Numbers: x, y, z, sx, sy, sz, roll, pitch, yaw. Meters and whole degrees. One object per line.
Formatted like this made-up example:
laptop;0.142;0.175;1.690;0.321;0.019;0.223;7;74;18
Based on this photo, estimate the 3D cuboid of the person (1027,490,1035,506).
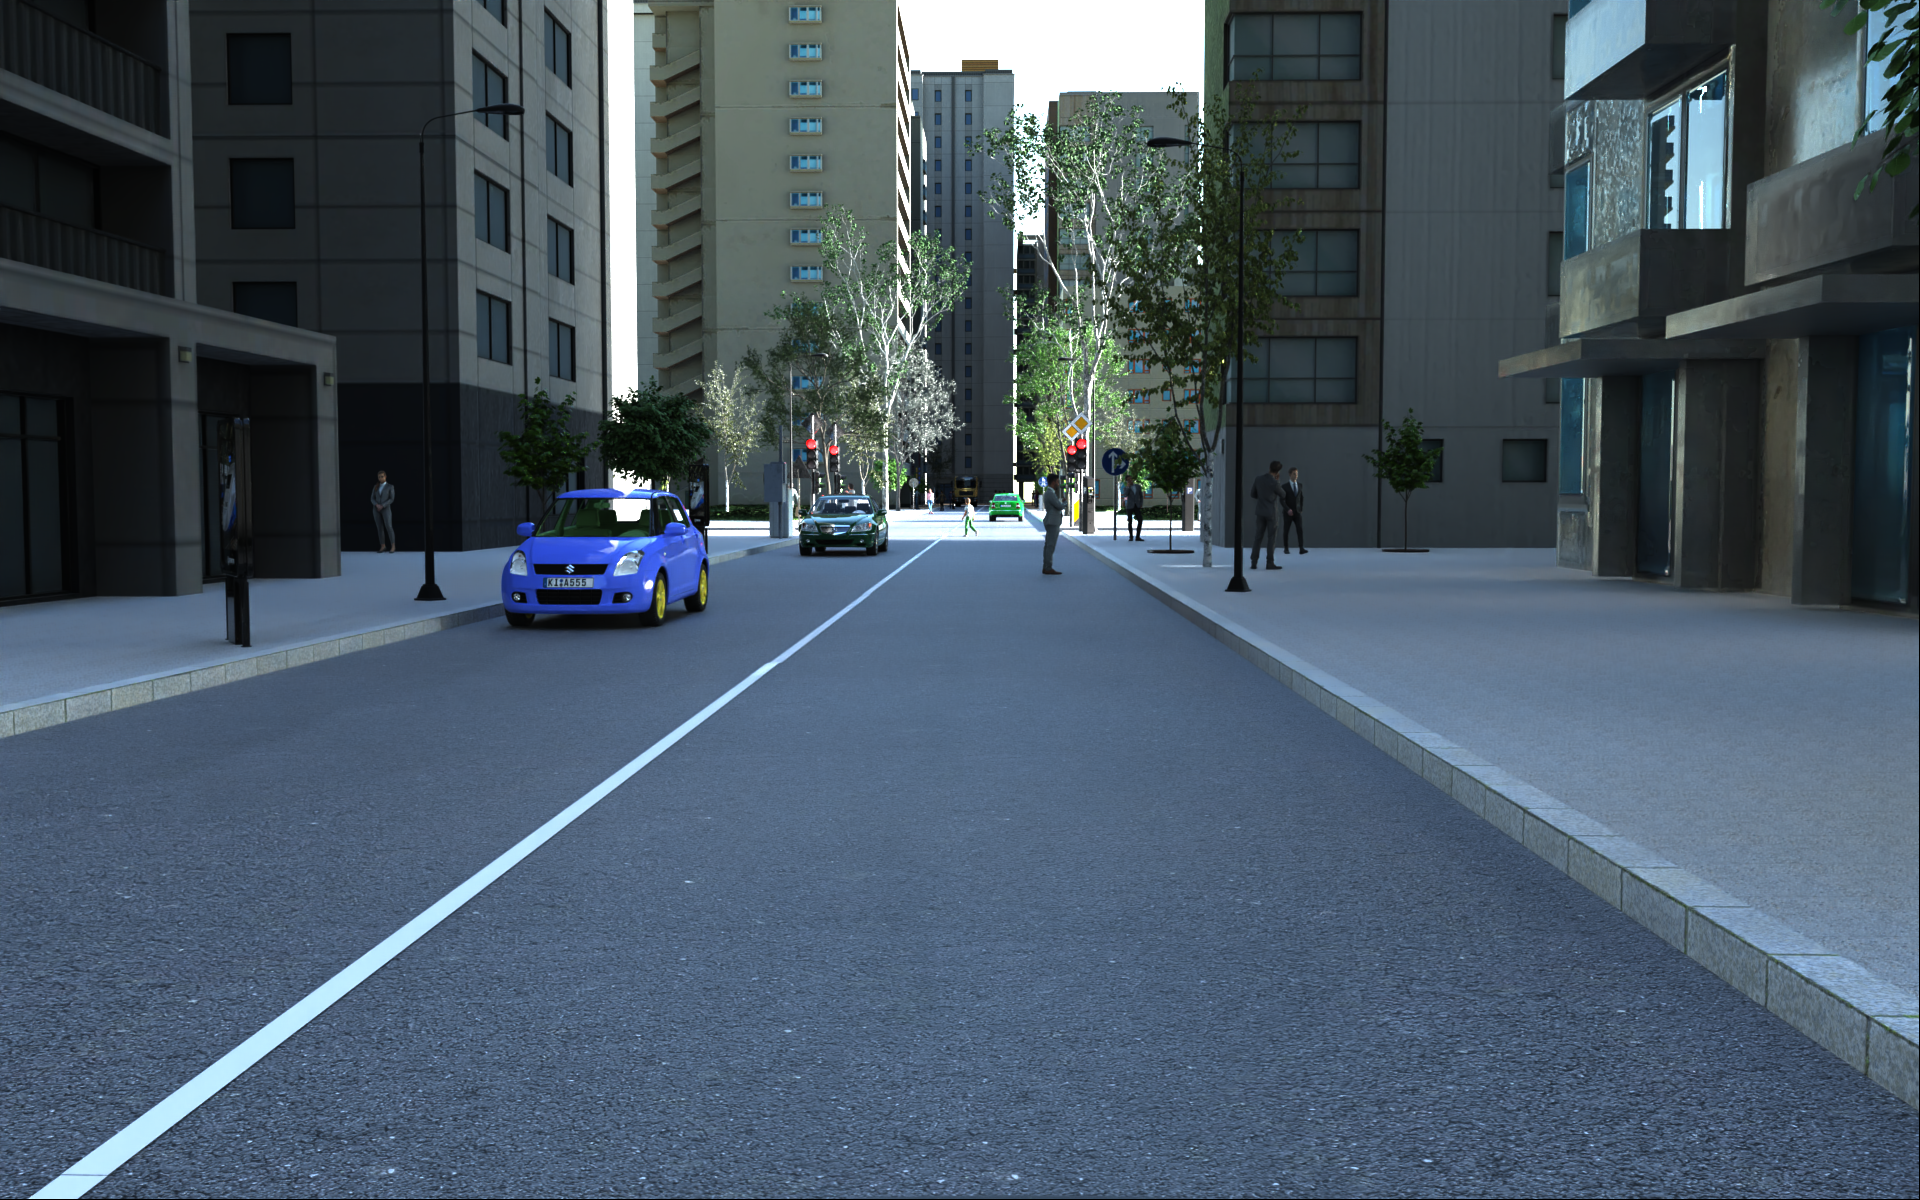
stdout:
person;7.714;-10.796;183.246;1.217;1.739;0.721;-1;4;-22

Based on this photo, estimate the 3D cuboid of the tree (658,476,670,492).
tree;-22.909;-11.234;134.038;4.737;8.622;4.395;0;3;0

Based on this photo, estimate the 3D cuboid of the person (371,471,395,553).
person;-12.540;-1.914;37.613;0.520;1.790;0.573;-1;4;-11

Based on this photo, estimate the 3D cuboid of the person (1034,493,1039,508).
person;7.153;-9.458;163.897;0.599;1.433;0.991;3;4;38

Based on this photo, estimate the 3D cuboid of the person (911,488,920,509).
person;-3.784;-8.813;150.225;0.705;1.814;1.350;2;4;30

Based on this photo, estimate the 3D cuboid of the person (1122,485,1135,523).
person;7.527;-4.299;76.919;0.643;1.750;0.593;-1;4;-19

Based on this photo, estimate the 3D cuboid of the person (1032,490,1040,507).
person;7.567;-9.948;169.521;1.217;1.723;0.721;-2;4;-27

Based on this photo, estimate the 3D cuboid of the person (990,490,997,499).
person;3.335;-9.345;161.298;1.348;1.824;0.705;2;4;25

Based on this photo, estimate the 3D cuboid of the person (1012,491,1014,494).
person;4.780;-8.913;154.907;1.217;1.739;0.721;1;4;22

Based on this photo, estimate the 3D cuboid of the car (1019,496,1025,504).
car;3.668;-6.970;125.757;2.131;1.459;4.920;0;4;3

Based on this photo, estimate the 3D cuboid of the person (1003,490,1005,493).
person;4.200;-9.604;165.620;1.348;1.812;0.705;-1;4;-19

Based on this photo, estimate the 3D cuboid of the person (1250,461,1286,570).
person;5.257;-1.451;29.573;0.655;1.846;0.447;3;5;40

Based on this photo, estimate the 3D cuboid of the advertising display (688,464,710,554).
advertising display;-5.652;-1.976;37.524;0.123;1.923;0.974;-2;4;-29

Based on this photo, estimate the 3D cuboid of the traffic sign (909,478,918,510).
traffic sign;-3.683;-8.390;137.283;0.768;2.556;0.104;1;4;9

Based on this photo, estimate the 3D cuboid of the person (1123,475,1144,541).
person;4.751;-2.515;47.345;0.592;1.802;0.473;0;4;6

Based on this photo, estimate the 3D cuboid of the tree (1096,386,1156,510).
tree;10.920;-10.217;117.405;4.360;8.622;3.978;0;3;0

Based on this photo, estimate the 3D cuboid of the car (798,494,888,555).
car;-2.778;-1.846;41.982;2.131;1.459;4.920;0;4;2

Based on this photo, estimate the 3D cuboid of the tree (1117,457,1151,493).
tree;14.442;-9.557;139.977;4.285;4.588;4.351;0;3;0

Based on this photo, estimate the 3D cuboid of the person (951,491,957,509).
person;-0.550;-9.436;163.501;0.721;1.735;1.217;1;4;18

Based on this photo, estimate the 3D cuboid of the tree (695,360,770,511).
tree;-12.678;-8.901;95.890;4.360;8.622;3.978;0;3;0

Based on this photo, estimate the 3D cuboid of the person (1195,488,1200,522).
person;11.263;-4.570;80.857;0.391;1.810;0.635;3;5;44

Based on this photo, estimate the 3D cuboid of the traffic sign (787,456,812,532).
traffic sign;-5.429;-3.571;58.397;0.884;2.594;0.081;1;4;10

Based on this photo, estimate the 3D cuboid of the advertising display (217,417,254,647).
advertising display;-6.209;-0.589;14.844;0.123;1.923;0.974;-2;4;-31

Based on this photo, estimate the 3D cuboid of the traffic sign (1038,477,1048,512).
traffic sign;6.107;-7.730;126.484;0.768;2.556;0.104;0;4;3

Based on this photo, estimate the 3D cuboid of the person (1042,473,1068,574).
person;1.711;-1.365;31.001;0.466;1.800;0.511;-1;4;-18

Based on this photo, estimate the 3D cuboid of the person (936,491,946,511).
person;-1.595;-8.408;146.688;0.721;1.735;1.217;3;5;44

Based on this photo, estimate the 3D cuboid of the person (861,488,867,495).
person;-7.967;-8.340;142.177;0.659;1.850;0.755;-2;4;-33

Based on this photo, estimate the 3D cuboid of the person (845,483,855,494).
person;-5.005;-4.397;78.285;0.532;1.782;0.716;0;4;5

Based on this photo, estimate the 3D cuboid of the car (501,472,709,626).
car;-4.012;-0.631;19.901;1.945;1.707;3.694;0;4;3

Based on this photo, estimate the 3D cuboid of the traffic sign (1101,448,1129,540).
traffic sign;4.303;-2.929;47.994;0.768;2.556;0.104;0;4;8

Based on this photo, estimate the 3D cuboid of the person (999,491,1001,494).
person;4.336;-11.165;191.055;0.705;1.824;1.348;0;4;5

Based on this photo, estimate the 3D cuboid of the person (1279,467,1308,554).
person;7.154;-1.907;36.992;0.659;1.850;0.755;-1;4;-17

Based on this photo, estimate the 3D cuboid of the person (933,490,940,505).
person;-2.753;-12.323;207.537;1.348;1.822;0.705;1;4;12

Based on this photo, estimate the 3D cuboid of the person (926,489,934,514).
person;-2.149;-7.017;123.239;0.555;1.821;0.388;-1;4;-13

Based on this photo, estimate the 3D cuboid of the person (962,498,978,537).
person;0.332;-2.778;58.166;0.590;1.304;0.306;2;4;32

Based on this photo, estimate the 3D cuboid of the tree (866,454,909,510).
tree;-5.827;-9.520;139.365;4.285;4.588;4.351;0;3;0

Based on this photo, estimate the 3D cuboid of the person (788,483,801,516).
person;-7.020;-4.019;72.246;0.782;1.767;0.515;0;4;-4

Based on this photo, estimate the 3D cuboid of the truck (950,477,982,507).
truck;0.687;-12.141;194.431;3.469;3.379;9.791;0;3;0

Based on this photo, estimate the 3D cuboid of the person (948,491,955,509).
person;-0.760;-9.650;166.729;0.683;1.767;0.568;-1;4;-21

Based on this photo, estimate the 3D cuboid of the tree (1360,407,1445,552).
tree;9.978;-2.677;38.365;1.663;3.219;1.824;0;3;0

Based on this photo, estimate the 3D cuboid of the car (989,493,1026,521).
car;2.498;-5.095;92.104;1.959;1.807;4.718;0;4;3

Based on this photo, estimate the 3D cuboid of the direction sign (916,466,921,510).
direction sign;-3.438;-9.172;141.961;0.379;3.537;0.876;-2;4;-27
